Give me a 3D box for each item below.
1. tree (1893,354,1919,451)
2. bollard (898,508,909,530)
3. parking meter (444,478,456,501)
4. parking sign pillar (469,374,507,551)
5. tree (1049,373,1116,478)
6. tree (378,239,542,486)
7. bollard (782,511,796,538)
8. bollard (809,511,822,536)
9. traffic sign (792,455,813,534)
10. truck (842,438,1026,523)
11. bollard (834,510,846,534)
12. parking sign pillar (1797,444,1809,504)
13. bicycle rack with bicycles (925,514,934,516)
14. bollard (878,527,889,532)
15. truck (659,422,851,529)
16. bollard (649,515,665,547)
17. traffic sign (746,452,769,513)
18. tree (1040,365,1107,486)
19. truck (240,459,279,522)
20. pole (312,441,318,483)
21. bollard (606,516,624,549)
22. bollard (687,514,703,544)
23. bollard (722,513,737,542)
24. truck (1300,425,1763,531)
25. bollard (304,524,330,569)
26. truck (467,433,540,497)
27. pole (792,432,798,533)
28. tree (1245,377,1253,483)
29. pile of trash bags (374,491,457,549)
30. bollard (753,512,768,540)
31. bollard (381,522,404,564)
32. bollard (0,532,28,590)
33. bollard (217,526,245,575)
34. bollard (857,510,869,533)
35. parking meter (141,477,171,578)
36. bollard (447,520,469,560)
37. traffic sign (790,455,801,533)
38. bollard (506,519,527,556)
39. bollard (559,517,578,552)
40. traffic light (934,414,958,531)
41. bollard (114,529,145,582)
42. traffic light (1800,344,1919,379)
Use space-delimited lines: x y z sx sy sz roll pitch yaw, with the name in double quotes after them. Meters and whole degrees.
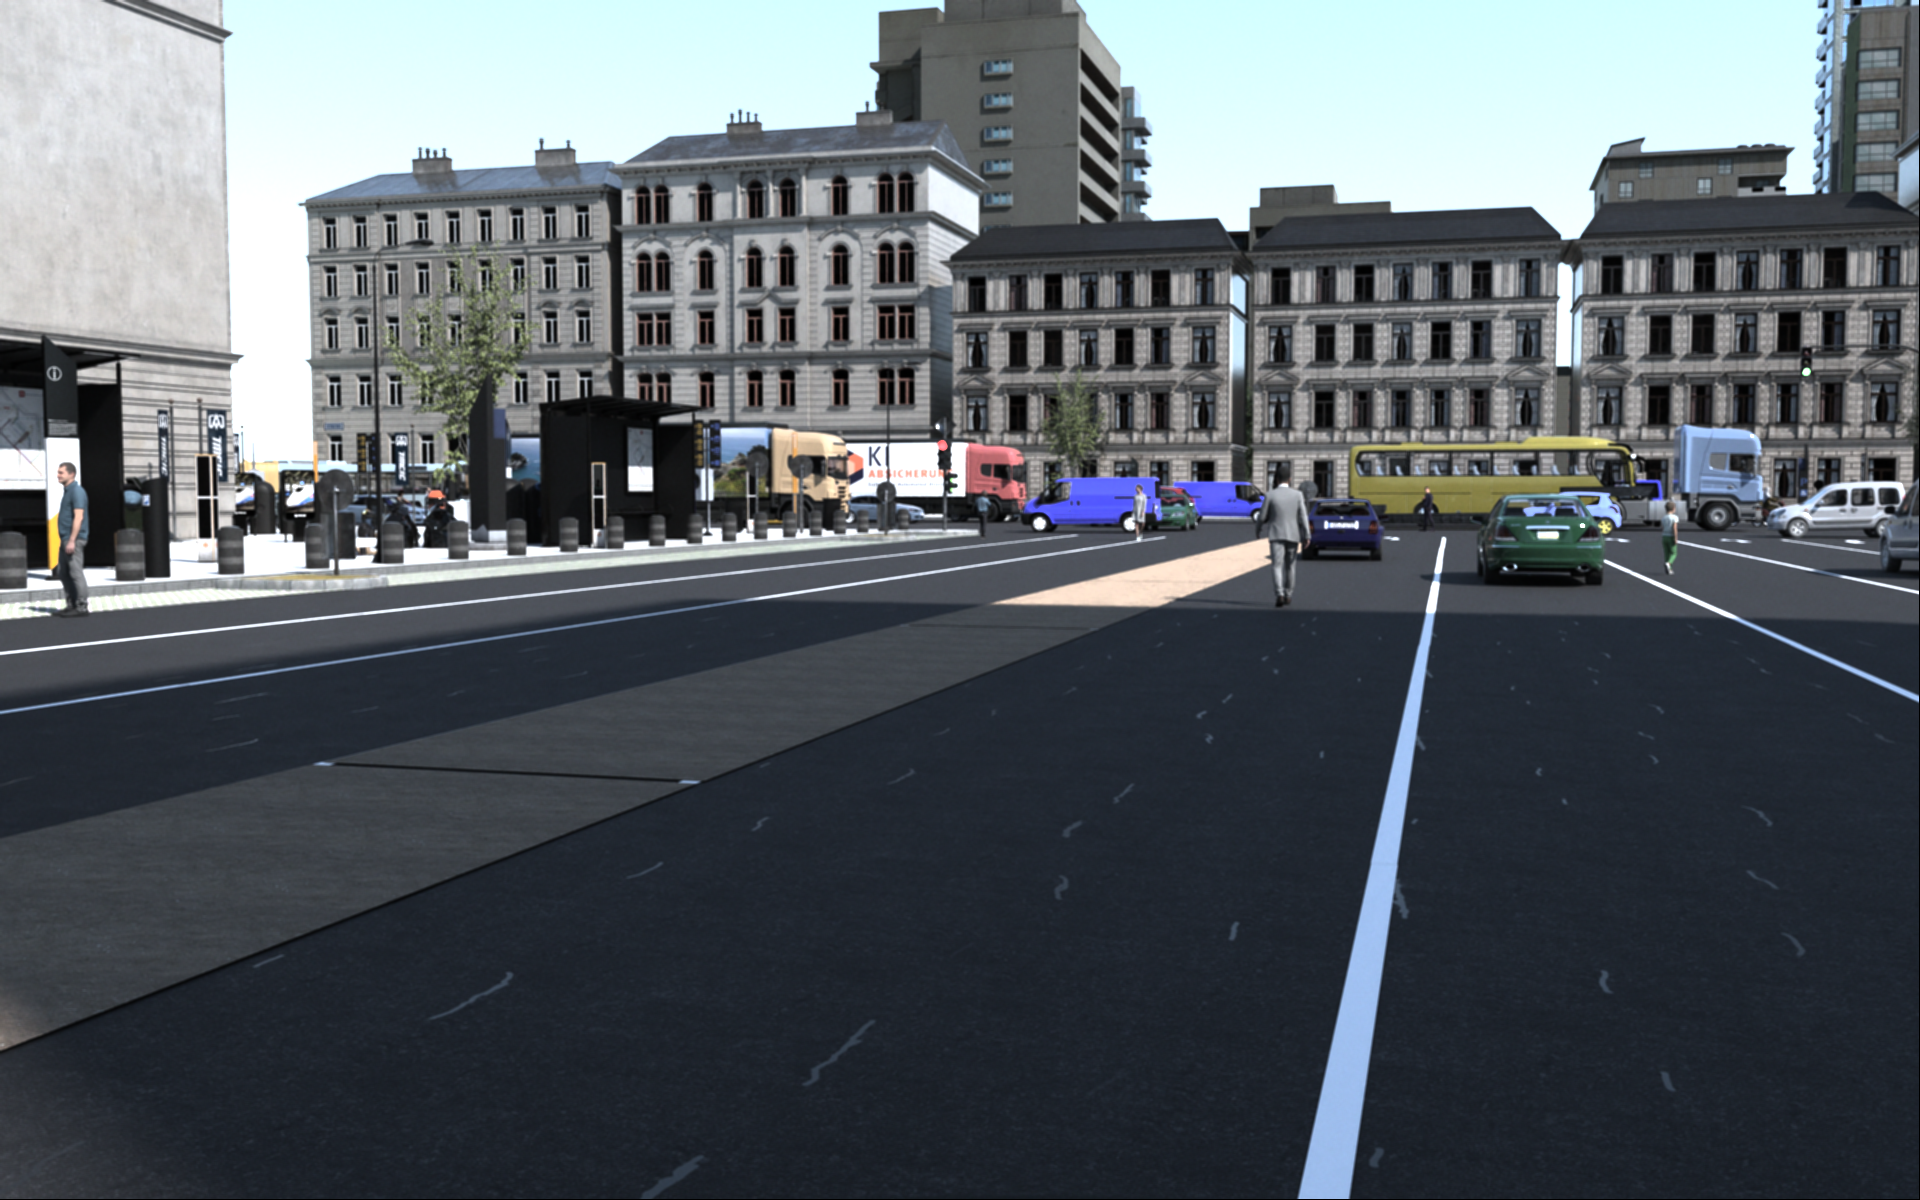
50.631 -8.544 90.056 4.360 8.622 3.978 0 3 0 "tree"
-2.018 -2.862 61.506 0.404 0.777 0.398 0 3 0 "bollard"
-18.540 -3.503 62.980 0.255 1.863 0.399 -3 5 -44 "parking meter"
-10.827 -3.131 39.670 1.447 3.967 1.447 -2 4 -34 "parking sign pillar"
7.292 -9.475 105.284 4.360 8.622 3.978 0 3 0 "tree"
-14.046 -6.063 49.485 4.737 8.622 4.395 0 3 0 "tree"
-5.020 -2.215 50.930 0.404 0.777 0.398 0 3 0 "bollard"
-4.421 -2.344 53.040 0.404 0.777 0.398 0 3 0 "bollard"
-5.115 -3.423 56.070 0.768 2.556 0.104 2 4 23 "traffic sign"
-1.646 -6.105 88.728 11.283 4.237 2.839 1 4 15 "truck"
-3.824 -2.473 55.152 0.404 0.777 0.398 0 3 0 "bollard"
45.083 -6.369 92.602 1.447 3.967 1.447 1 4 23 "parking sign pillar"
-2.992 -5.512 103.497 2.852 0.926 2.925 2 4 35 "bicycle rack with bicycles"
-2.619 -2.732 59.392 0.404 0.777 0.398 0 3 0 "bollard"
-9.376 -4.901 69.048 11.283 4.237 2.839 1 4 14 "truck"
-7.427 -1.696 42.452 0.404 0.777 0.398 0 3 0 "bollard"
-6.137 -3.194 52.328 0.768 2.556 0.104 1 4 19 "traffic sign"
6.337 -9.115 99.396 4.737 8.622 4.395 0 3 0 "tree"
-39.159 -5.578 87.123 9.791 3.379 3.469 1 4 16 "truck"
-24.944 -4.478 67.055 0.158 3.312 0.155 0 3 0 "pole"
-8.030 -1.567 40.333 0.404 0.777 0.398 0 3 0 "bollard"
-6.825 -1.826 44.576 0.404 0.777 0.398 0 3 0 "bollard"
-6.224 -1.955 46.685 0.404 0.777 0.398 0 3 0 "bollard"
22.654 -4.879 69.525 18.799 4.110 2.967 1 4 16 "truck"
-11.038 -0.919 29.743 0.404 0.777 0.398 0 3 0 "bollard"
-17.254 -5.593 80.362 11.283 4.237 2.839 1 4 17 "truck"
-5.462 -3.881 57.294 0.158 3.312 0.155 0 3 0 "pole"
26.007 -15.154 164.767 9.611 12.733 9.660 0 3 0 "tree"
-13.016 -1.978 42.092 1.912 1.369 3.447 0 4 -6 "pile of trash bags"
-5.620 -2.086 48.821 0.404 0.777 0.398 0 3 0 "bollard"
-10.436 -1.048 31.851 0.404 0.777 0.398 0 3 0 "bollard"
-12.839 -0.532 23.409 0.404 0.777 0.398 0 3 0 "bollard"
-11.635 -0.790 27.633 0.404 0.777 0.398 0 3 0 "bollard"
-3.219 -2.603 57.276 0.404 0.777 0.398 0 3 0 "bollard"
-12.324 -1.109 26.550 0.372 1.533 0.369 0 3 0 "parking meter"
-9.838 -1.177 33.961 0.404 0.777 0.398 0 3 0 "bollard"
-5.203 -3.447 56.463 0.768 2.556 0.104 1 4 20 "traffic sign"
-9.237 -1.307 36.083 0.404 0.777 0.398 0 3 0 "bollard"
-8.630 -1.437 38.212 0.404 0.777 0.398 0 3 0 "bollard"
-0.513 -4.389 60.677 0.839 4.253 0.868 1 4 16 "traffic light"
-12.235 -0.661 25.524 0.404 0.777 0.398 0 3 0 "bollard"
27.964 -4.760 52.493 4.771 5.953 1.251 1 4 16 "traffic light"
